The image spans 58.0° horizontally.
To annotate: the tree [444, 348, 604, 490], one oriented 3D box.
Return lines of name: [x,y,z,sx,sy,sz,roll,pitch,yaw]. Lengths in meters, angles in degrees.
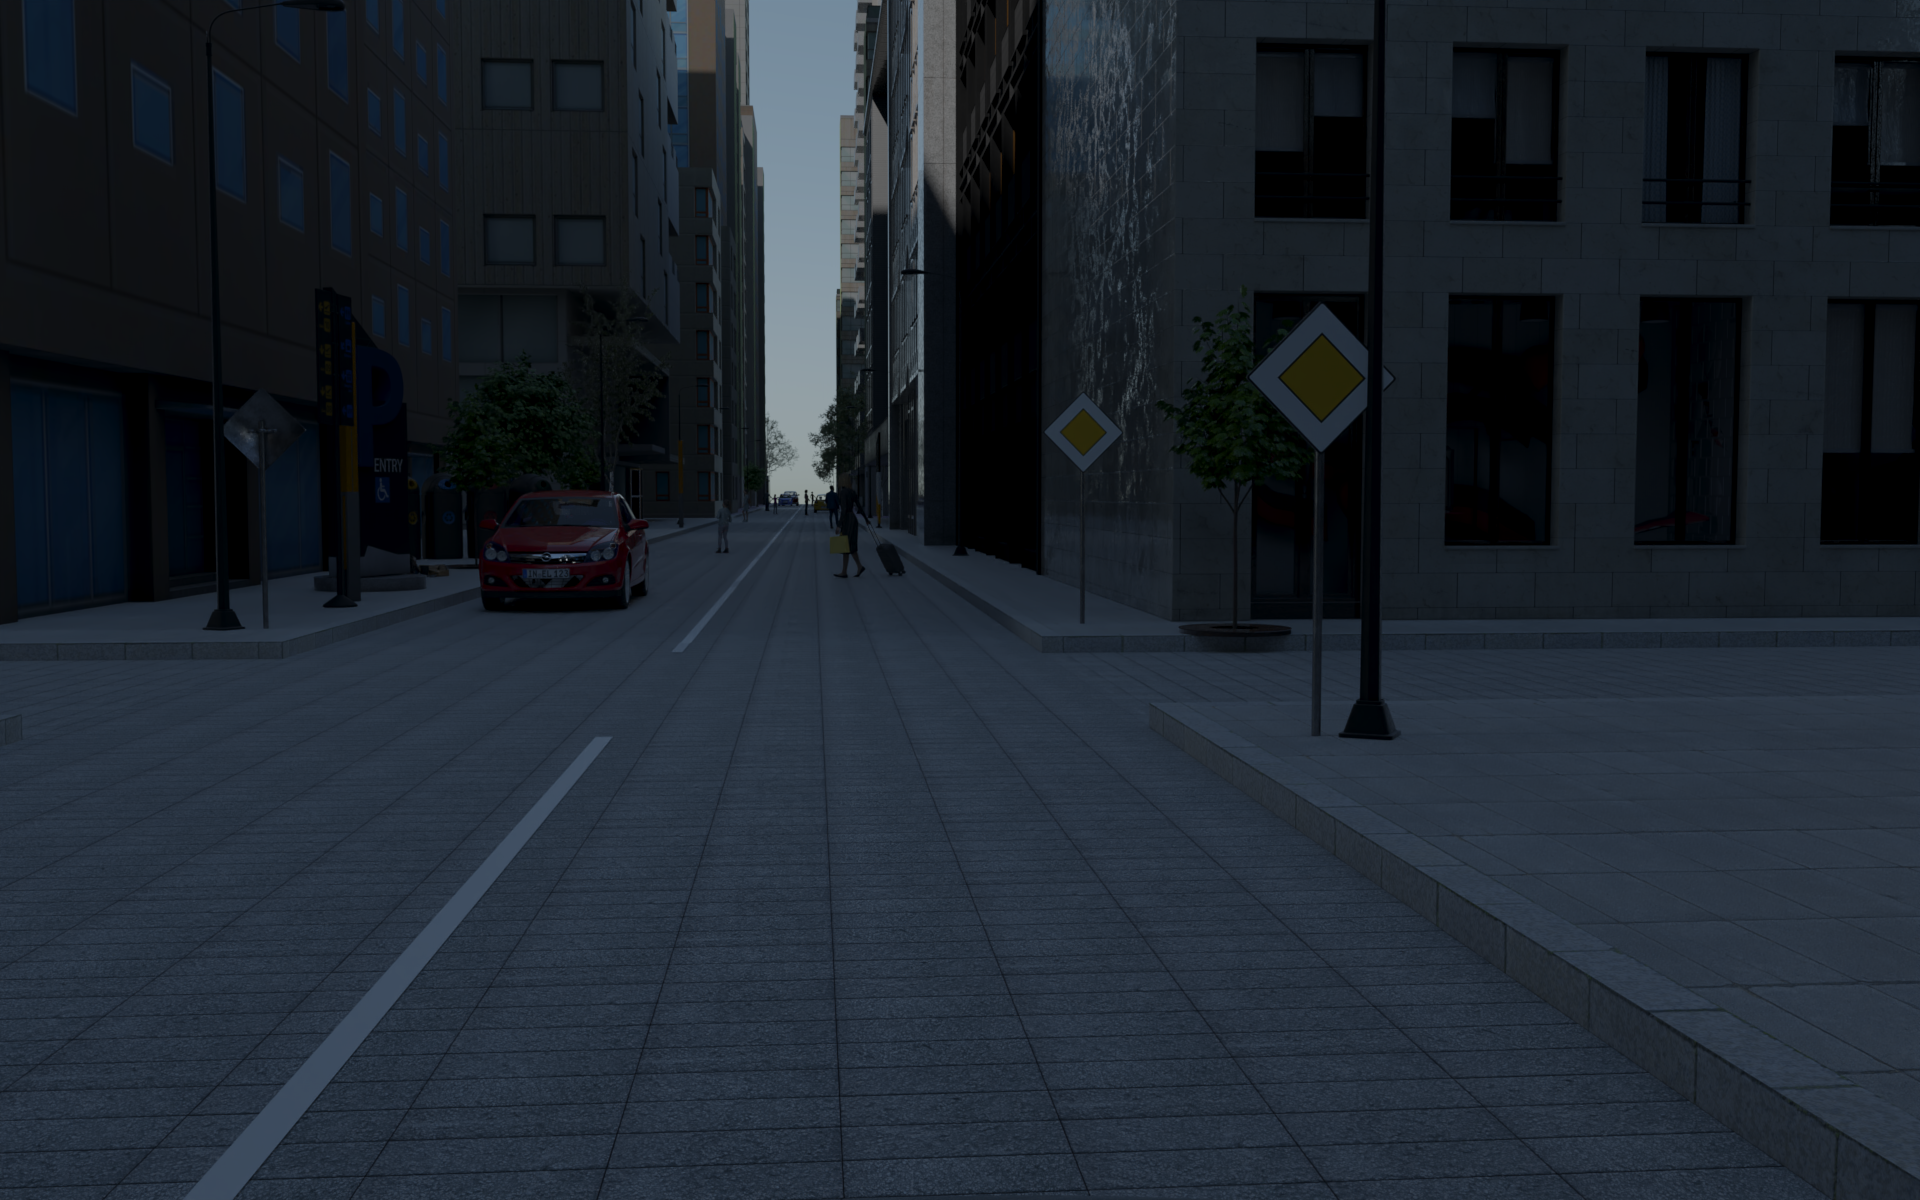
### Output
tree: [-9.737,-3.377,38.923,4.285,4.588,4.351,0,3,0]

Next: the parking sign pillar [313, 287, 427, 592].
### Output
parking sign pillar: [-7.948,-2.127,23.249,1.447,3.967,1.447,1,4,14]

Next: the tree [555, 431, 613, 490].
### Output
tree: [-11.420,-3.482,51.524,1.663,3.219,1.824,0,3,0]

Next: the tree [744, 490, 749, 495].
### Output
tree: [-21.872,-10.984,174.182,1.663,3.219,1.824,0,3,0]

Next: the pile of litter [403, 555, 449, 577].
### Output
pile of litter: [-8.675,-0.815,27.296,1.176,0.858,1.719,-2,4,-25]

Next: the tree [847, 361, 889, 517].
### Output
tree: [-4.284,-8.871,95.399,4.360,8.622,3.978,0,3,0]

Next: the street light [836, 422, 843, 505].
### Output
street light: [-7.083,-8.507,111.631,1.470,5.913,1.316,0,4,-5]

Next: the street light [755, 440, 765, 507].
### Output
street light: [-17.650,-10.747,148.249,1.470,5.913,1.316,0,4,-5]

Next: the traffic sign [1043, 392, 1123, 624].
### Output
traffic sign: [1.208,-0.822,17.084,0.795,2.450,0.064,0,4,-5]

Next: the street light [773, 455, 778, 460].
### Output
street light: [-22.483,-14.124,203.473,1.470,5.913,1.316,0,4,-5]

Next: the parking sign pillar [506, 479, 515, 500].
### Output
parking sign pillar: [-15.498,-4.227,57.584,1.447,3.967,1.447,0,4,6]

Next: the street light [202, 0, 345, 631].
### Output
street light: [-6.436,-2.675,16.273,1.470,5.913,1.316,0,4,-5]

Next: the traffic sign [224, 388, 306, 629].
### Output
traffic sign: [-6.610,-0.783,16.440,0.795,2.450,0.064,0,4,-5]

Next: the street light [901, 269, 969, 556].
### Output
street light: [-0.523,-3.874,35.886,1.470,5.913,1.316,0,4,-5]

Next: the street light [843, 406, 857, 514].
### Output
street light: [-5.306,-7.290,91.740,1.470,5.913,1.316,0,4,-5]

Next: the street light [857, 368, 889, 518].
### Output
street light: [-2.974,-5.600,64.104,1.470,5.913,1.316,0,4,-5]

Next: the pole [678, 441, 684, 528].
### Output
pole: [-10.641,-4.416,66.043,0.158,3.312,0.155,0,3,0]

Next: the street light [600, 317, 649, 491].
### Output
street light: [-8.883,-4.470,45.624,1.470,5.913,1.316,0,4,-5]

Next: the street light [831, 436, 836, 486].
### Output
street light: [-9.478,-10.221,139.647,1.470,5.913,1.316,0,4,-5]

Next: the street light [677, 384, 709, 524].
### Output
street light: [-11.311,-6.163,73.303,1.470,5.913,1.316,0,4,-5]

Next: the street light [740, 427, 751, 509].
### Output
street light: [-15.376,-9.056,120.607,1.470,5.913,1.316,0,4,-5]

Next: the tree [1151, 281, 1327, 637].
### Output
tree: [2.533,-1.296,15.795,1.663,3.219,1.824,0,3,0]

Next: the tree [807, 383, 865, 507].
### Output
tree: [-11.100,-15.967,178.062,9.611,12.733,9.660,0,3,0]

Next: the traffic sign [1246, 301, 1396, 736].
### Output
traffic sign: [1.887,-0.335,9.128,0.795,2.450,0.064,0,4,-5]

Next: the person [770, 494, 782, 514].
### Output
person: [-13.137,-6.834,123.458,0.991,1.433,0.599,-2,4,-34]

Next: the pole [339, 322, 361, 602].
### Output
pole: [-7.276,-1.637,20.610,0.158,3.312,0.155,0,3,0]

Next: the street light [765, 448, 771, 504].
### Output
street light: [-20.054,-12.431,175.784,1.470,5.913,1.316,0,4,-5]

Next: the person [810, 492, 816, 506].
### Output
person: [-17.126,-11.775,201.837,0.721,1.723,1.217,-3,4,-37]

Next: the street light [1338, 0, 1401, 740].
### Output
street light: [1.635,-2.228,8.972,1.470,5.913,1.316,0,4,-5]

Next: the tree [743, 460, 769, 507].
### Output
tree: [-20.017,-11.176,166.448,4.285,4.588,4.351,0,3,0]

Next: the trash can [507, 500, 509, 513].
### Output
trash can: [-11.576,-1.934,43.272,0.748,1.137,0.748,0,3,0]

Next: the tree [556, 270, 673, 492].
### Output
tree: [-11.606,-6.554,57.523,4.360,8.622,3.978,0,3,0]

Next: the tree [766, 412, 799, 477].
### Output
tree: [-28.055,-20.719,249.117,12.009,13.543,11.850,0,3,0]

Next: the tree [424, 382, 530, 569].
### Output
tree: [-8.333,-2.154,29.813,1.663,3.219,1.824,0,3,0]

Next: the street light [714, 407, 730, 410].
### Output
street light: [-13.015,-7.355,92.796,1.470,5.913,1.316,0,4,-5]
